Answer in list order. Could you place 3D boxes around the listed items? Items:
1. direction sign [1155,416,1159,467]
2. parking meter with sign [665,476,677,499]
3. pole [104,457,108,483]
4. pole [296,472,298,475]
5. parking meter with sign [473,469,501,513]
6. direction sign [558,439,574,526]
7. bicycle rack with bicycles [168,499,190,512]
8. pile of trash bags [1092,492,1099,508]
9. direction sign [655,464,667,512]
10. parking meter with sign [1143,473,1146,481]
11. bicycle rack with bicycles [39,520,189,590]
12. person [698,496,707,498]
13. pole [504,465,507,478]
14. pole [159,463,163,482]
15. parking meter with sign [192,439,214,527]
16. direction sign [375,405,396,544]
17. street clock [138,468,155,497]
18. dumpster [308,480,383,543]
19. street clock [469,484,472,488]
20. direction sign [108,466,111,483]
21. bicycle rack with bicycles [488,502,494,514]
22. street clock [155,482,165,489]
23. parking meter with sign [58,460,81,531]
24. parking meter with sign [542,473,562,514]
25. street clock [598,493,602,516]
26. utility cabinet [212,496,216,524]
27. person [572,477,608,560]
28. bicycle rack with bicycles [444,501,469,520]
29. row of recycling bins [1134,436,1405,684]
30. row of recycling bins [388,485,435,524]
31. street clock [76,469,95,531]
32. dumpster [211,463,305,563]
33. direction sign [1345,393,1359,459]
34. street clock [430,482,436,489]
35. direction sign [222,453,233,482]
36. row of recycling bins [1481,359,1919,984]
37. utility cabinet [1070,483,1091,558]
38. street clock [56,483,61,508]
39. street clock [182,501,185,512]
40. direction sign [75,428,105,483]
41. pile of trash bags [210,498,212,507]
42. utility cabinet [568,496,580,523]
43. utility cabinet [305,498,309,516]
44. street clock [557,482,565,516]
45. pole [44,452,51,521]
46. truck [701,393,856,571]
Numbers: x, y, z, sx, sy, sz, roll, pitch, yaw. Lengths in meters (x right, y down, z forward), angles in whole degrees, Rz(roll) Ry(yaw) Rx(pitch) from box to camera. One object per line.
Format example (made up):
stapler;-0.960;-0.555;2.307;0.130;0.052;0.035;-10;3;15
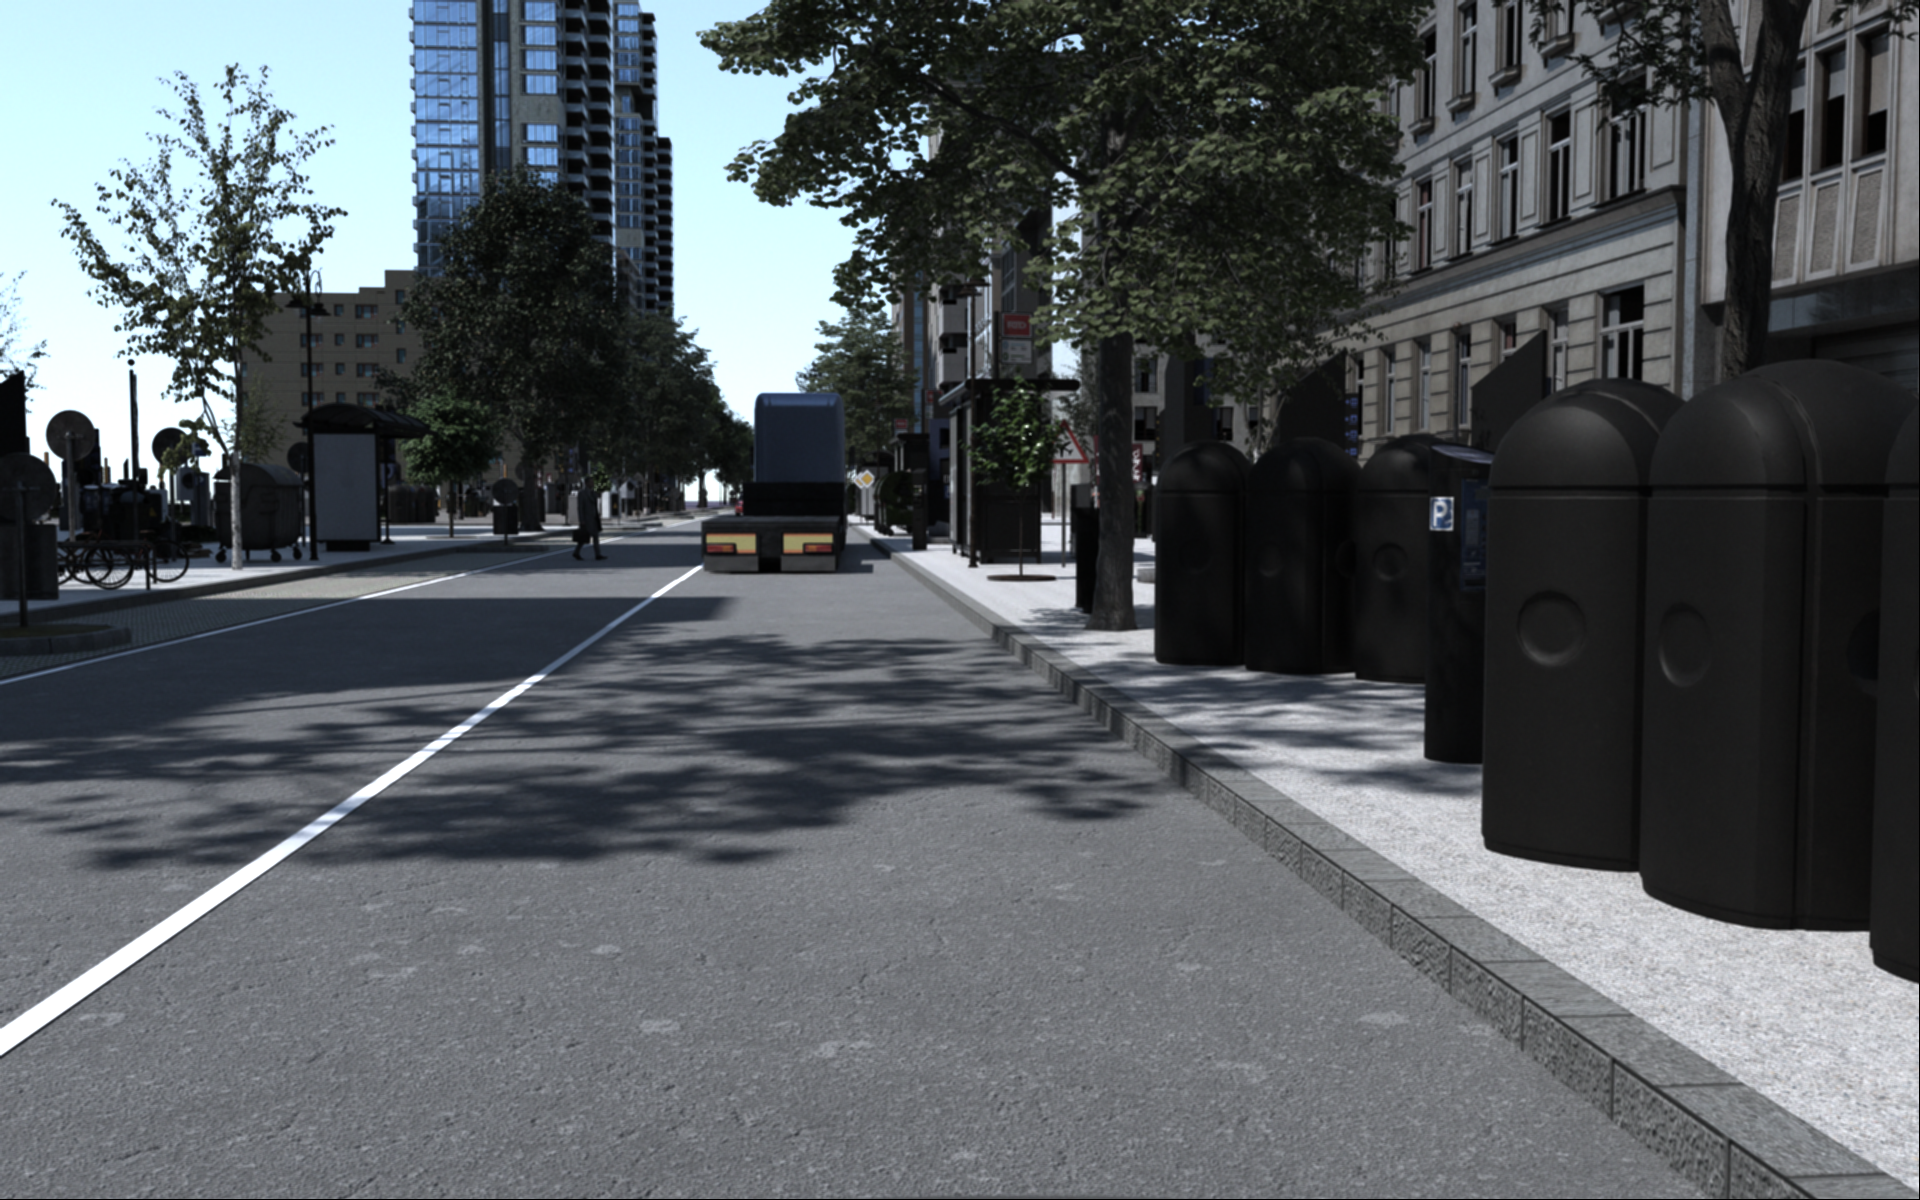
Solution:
direction sign;6.062;-3.546;49.982;0.876;3.537;0.379;0;4;1
parking meter with sign;-25.284;-9.434;150.501;1.738;3.016;0.543;-2;4;-33
pole;-47.552;-6.280;96.522;0.158;3.312;0.155;0;3;0
pole;-50.341;-8.427;131.630;0.158;3.312;0.155;0;3;0
parking meter with sign;-32.703;-7.591;120.380;1.738;3.016;0.543;-1;4;-8
direction sign;-15.718;-4.716;69.112;0.876;3.537;0.379;3;4;36
bicycle rack with bicycles;-38.739;-4.217;82.336;2.852;0.926;2.925;1;4;19
pile of trash bags;8.192;-4.776;87.836;3.447;1.369;1.912;2;4;35
direction sign;-21.574;-8.126;124.861;0.876;3.537;0.379;0;4;6
parking meter with sign;6.336;-4.055;62.558;1.738;3.016;0.543;3;5;43
bicycle rack with bicycles;-12.215;-0.632;23.714;2.925;0.926;2.852;-1;4;-21
person;-34.062;-13.451;229.152;1.217;1.736;0.721;-1;4;-9
pole;-31.361;-7.689;119.552;0.158;3.312;0.155;0;3;0
pole;-47.250;-6.647;102.519;0.158;3.312;0.155;0;3;0
parking meter with sign;-24.512;-3.655;56.027;0.543;3.016;1.738;-1;4;-16
direction sign;-14.688;-3.201;44.339;0.379;3.537;0.876;1;4;12
street clock;-22.667;-2.661;48.085;0.358;2.002;0.471;-1;4;-22
dumpster;-16.253;-2.650;45.820;1.502;2.255;1.985;0;4;-5
street clock;-35.173;-7.305;124.010;0.358;2.002;0.471;1;4;22
direction sign;-69.864;-9.146;141.537;0.876;3.537;0.379;-1;4;-22
bicycle rack with bicycles;-30.943;-6.086;112.889;2.852;0.926;2.925;2;4;33
street clock;-46.335;-5.875;100.623;0.358;2.002;0.471;-1;4;-10
parking meter with sign;-31.543;-3.983;61.384;0.543;3.016;1.738;-1;4;-15
parking meter with sign;-26.385;-7.047;111.480;0.543;3.016;1.738;2;4;34
street clock;-21.100;-5.948;101.824;0.471;2.002;0.358;0;4;-1
utility cabinet;-31.952;-3.926;75.347;1.020;1.237;0.306;-2;4;-29
person;-8.045;-1.775;37.620;0.767;1.812;0.694;2;4;24
bicycle rack with bicycles;-25.665;-4.444;86.046;2.852;0.926;2.925;0;4;-6
row of recycling bins;2.902;-0.321;12.355;3.534;1.692;1.069;3;5;40
row of recycling bins;-24.254;-4.243;76.483;1.069;1.692;3.534;1;4;8
street clock;-25.153;-2.770;49.856;0.471;2.002;0.358;-1;4;-21
dumpster;-13.408;-1.672;33.099;1.264;1.857;1.865;0;4;-5
direction sign;8.536;-2.877;39.035;0.876;3.537;0.379;2;4;29
street clock;-32.633;-6.270;107.084;0.471;2.002;0.358;0;4;-2
direction sign;-40.849;-6.414;96.870;0.379;3.537;0.876;2;4;31
row of recycling bins;2.818;0.131;4.970;1.069;1.692;3.534;-1;4;-23
utility cabinet;2.394;-1.590;34.676;0.318;1.500;1.173;0;4;-1
street clock;-58.262;-6.566;111.921;0.358;2.002;0.471;-1;4;-16
street clock;-43.282;-5.616;96.392;0.358;2.002;0.471;-1;4;-16
direction sign;-30.132;-4.151;59.862;0.876;3.537;0.379;0;4;4
pile of trash bags;-37.941;-4.882;89.565;1.912;1.369;3.447;1;4;22
utility cabinet;-16.718;-3.984;76.301;1.020;1.237;0.306;0;4;-6
utility cabinet;-37.116;-5.445;97.706;0.318;1.500;1.173;0;4;8
street clock;-23.672;-6.041;103.341;0.358;2.002;0.471;2;4;34
pole;-44.084;-5.494;83.663;0.158;3.312;0.155;0;3;0
truck;-3.932;-3.083;40.173;2.967;4.110;18.799;0;4;-3
